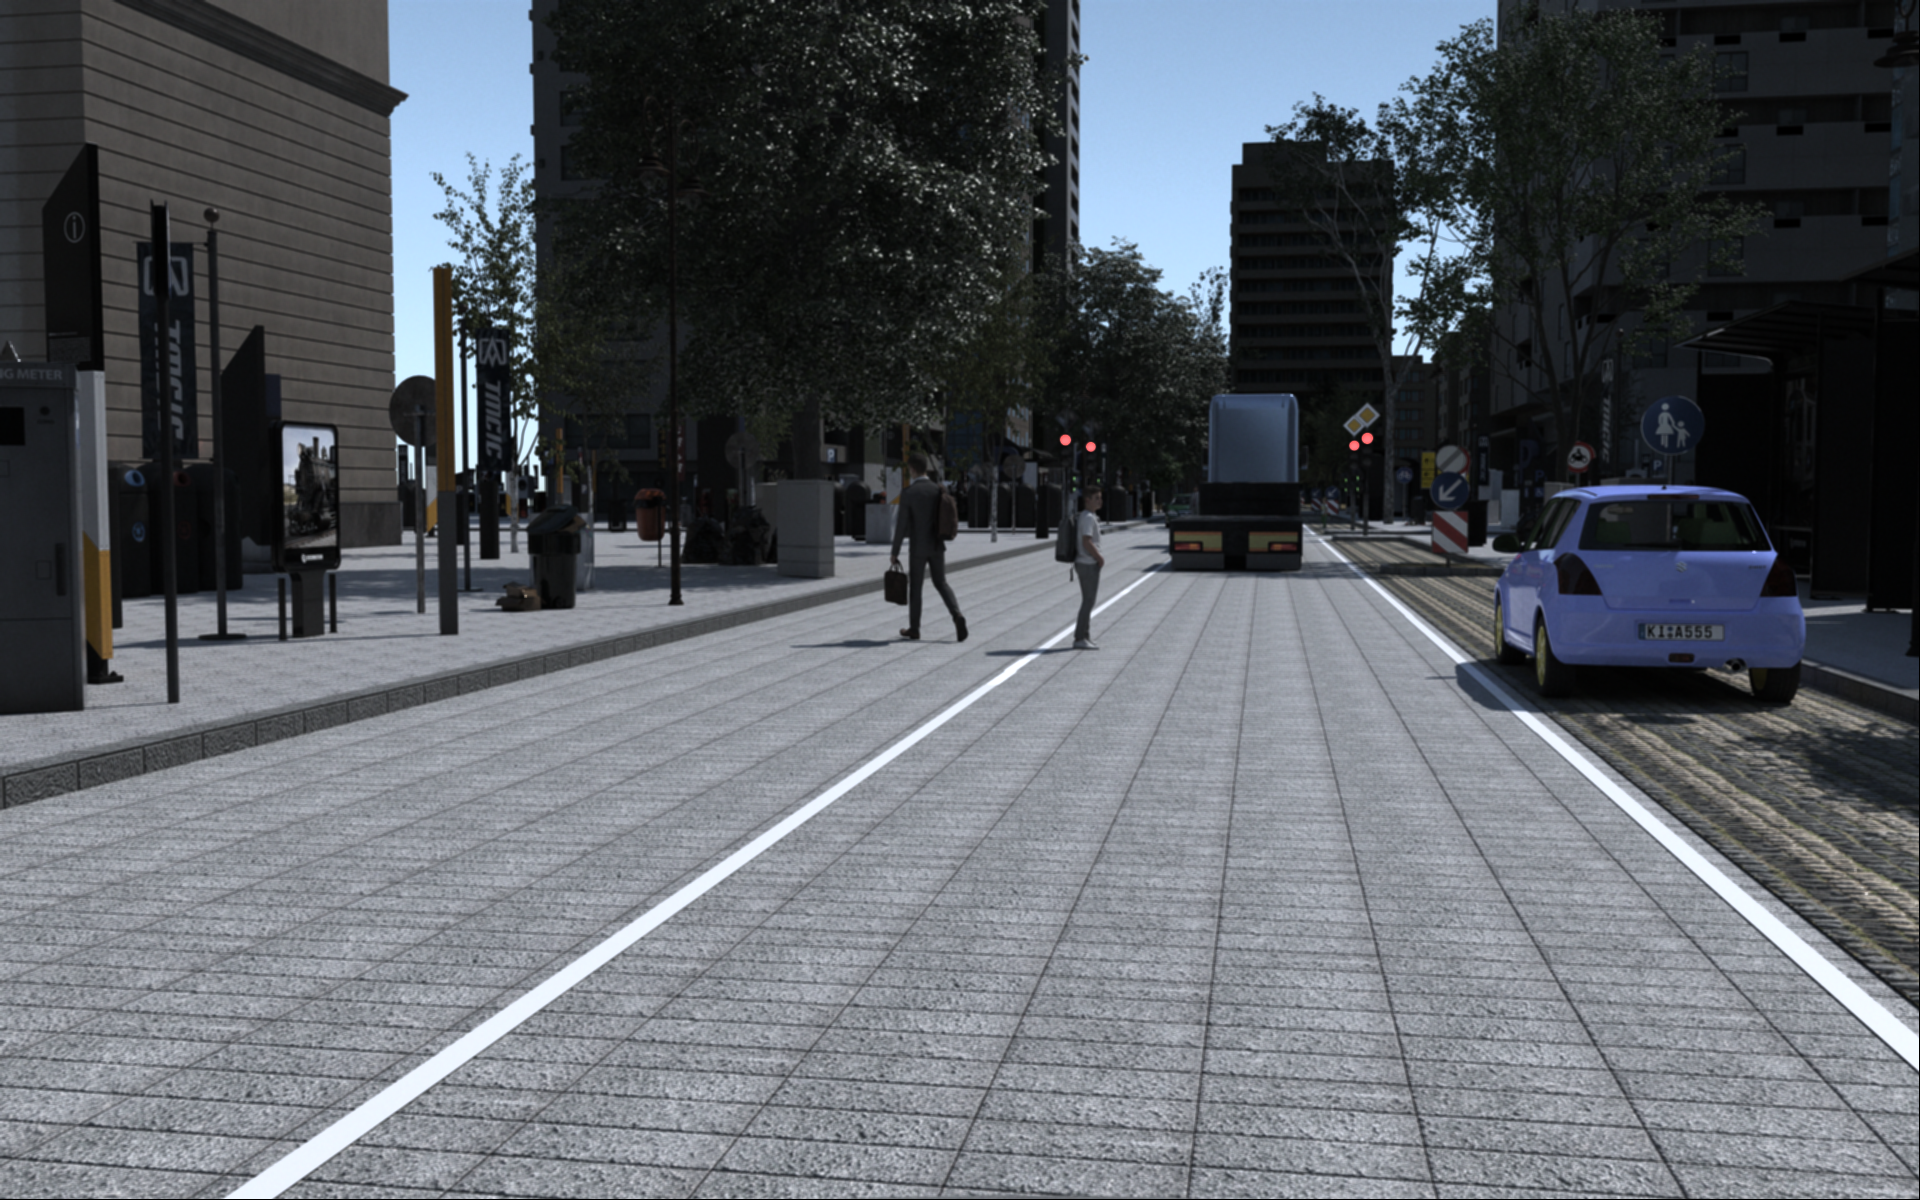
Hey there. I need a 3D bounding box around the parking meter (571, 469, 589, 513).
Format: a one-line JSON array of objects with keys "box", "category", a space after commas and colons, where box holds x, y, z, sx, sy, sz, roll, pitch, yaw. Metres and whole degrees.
[{"box": [-9.002, -2.163, 41.075, 0.255, 1.863, 0.399, 2, 4, 25], "category": "parking meter"}]

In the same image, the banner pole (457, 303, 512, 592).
[{"box": [-6.336, -2.016, 22.981, 0.863, 3.779, 0.401, -2, 4, -33], "category": "banner pole"}]

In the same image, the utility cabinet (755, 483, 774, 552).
[{"box": [-3.460, -1.562, 34.214, 1.173, 1.500, 0.318, 1, 4, 20], "category": "utility cabinet"}]

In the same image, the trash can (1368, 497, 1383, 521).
[{"box": [21.956, -4.873, 91.319, 0.748, 1.137, 0.748, 0, 3, 0], "category": "trash can"}]

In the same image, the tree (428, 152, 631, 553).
[{"box": [-9.596, -5.336, 37.610, 4.737, 8.622, 4.395, 0, 3, 0], "category": "tree"}]

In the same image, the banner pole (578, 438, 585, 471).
[{"box": [-16.721, -5.295, 76.594, 0.401, 3.779, 0.863, 1, 4, 12], "category": "banner pole"}]

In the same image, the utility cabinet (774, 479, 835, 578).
[{"box": [-2.371, -1.098, 26.636, 0.318, 1.500, 1.173, -3, 4, -38], "category": "utility cabinet"}]

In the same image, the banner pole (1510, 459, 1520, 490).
[{"box": [39.404, -8.148, 123.244, 0.863, 3.779, 0.401, 1, 4, 20], "category": "banner pole"}]

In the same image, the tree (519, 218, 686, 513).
[{"box": [-9.849, -5.908, 46.954, 4.360, 8.622, 3.978, 0, 3, 0], "category": "tree"}]

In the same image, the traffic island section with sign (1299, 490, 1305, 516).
[{"box": [22.979, -6.351, 112.461, 1.989, 1.847, 2.006, 1, 4, 10], "category": "traffic island section with sign"}]

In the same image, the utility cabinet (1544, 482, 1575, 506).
[{"box": [11.283, -1.463, 32.597, 0.318, 1.500, 1.173, 2, 4, 32], "category": "utility cabinet"}]

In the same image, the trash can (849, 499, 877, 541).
[{"box": [-2.658, -2.188, 47.426, 0.748, 1.137, 0.748, 0, 3, 0], "category": "trash can"}]

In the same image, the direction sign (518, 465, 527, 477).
[{"box": [-33.768, -8.680, 133.916, 0.379, 3.537, 0.876, 3, 5, 44], "category": "direction sign"}]

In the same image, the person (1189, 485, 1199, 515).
[{"box": [9.652, -3.793, 70.791, 0.678, 1.792, 0.850, 2, 4, 26], "category": "person"}]

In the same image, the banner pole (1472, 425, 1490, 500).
[{"box": [18.781, -4.443, 62.658, 0.863, 3.779, 0.401, -1, 4, -19], "category": "banner pole"}]

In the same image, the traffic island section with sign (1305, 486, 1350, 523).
[{"box": [18.195, -4.692, 85.345, 1.989, 1.847, 2.006, 1, 4, 10], "category": "traffic island section with sign"}]

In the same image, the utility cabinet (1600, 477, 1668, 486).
[{"box": [9.166, -0.910, 23.558, 1.173, 1.500, 0.318, -2, 4, -35], "category": "utility cabinet"}]

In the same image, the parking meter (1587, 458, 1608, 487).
[{"box": [10.393, -1.380, 28.268, 0.255, 1.863, 0.399, 1, 4, 9], "category": "parking meter"}]

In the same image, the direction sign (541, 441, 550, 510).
[{"box": [-17.864, -5.057, 74.686, 0.379, 3.537, 0.876, -3, 4, -38], "category": "direction sign"}]

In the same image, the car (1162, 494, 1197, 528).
[{"box": [9.761, -3.818, 74.229, 2.131, 1.459, 4.920, 1, 4, 8], "category": "car"}]

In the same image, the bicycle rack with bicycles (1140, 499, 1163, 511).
[{"box": [14.087, -6.899, 126.175, 2.852, 0.926, 2.925, 2, 4, 29], "category": "bicycle rack with bicycles"}]

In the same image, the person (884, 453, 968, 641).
[{"box": [-0.331, -0.517, 16.910, 0.622, 1.834, 0.822, -3, 4, -38], "category": "person"}]

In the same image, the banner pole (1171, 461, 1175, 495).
[{"box": [16.157, -8.888, 135.330, 0.863, 3.779, 0.401, -2, 4, -24], "category": "banner pole"}]

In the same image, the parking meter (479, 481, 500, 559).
[{"box": [-9.275, -1.573, 34.122, 0.372, 1.533, 0.369, 0, 3, 0], "category": "parking meter"}]

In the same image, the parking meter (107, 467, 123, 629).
[{"box": [-8.210, -0.495, 16.508, 0.372, 1.533, 0.369, 0, 3, 0], "category": "parking meter"}]

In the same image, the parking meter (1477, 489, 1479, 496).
[{"box": [33.371, -6.435, 110.930, 0.399, 1.863, 0.255, -1, 4, -11], "category": "parking meter"}]

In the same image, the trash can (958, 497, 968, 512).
[{"box": [0.182, -4.695, 88.421, 0.748, 1.137, 0.748, 0, 3, 0], "category": "trash can"}]

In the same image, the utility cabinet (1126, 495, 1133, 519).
[{"box": [8.353, -4.737, 88.609, 1.020, 1.237, 0.306, 3, 5, 42], "category": "utility cabinet"}]

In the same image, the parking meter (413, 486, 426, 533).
[{"box": [-17.631, -2.943, 56.528, 0.372, 1.533, 0.369, 0, 3, 0], "category": "parking meter"}]

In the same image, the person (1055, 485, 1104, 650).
[{"box": [1.172, -0.302, 16.034, 0.523, 1.515, 0.503, -3, 4, -38], "category": "person"}]

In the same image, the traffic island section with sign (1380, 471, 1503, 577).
[{"box": [8.549, -1.363, 30.911, 1.989, 1.847, 2.006, 1, 4, 10], "category": "traffic island section with sign"}]

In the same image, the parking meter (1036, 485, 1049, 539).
[{"box": [2.374, -2.542, 49.973, 0.372, 1.533, 0.369, 0, 3, 0], "category": "parking meter"}]

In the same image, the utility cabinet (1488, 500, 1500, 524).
[{"box": [22.723, -3.855, 74.188, 1.020, 1.237, 0.306, -3, 5, -43], "category": "utility cabinet"}]

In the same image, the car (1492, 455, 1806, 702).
[{"box": [5.132, -0.226, 13.279, 1.945, 1.707, 3.694, 1, 4, 10], "category": "car"}]

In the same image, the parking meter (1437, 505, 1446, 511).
[{"box": [18.439, -3.542, 66.327, 0.372, 1.533, 0.369, 0, 3, 0], "category": "parking meter"}]

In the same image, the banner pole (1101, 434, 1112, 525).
[{"box": [6.045, -5.014, 71.988, 0.401, 3.779, 0.863, 2, 4, 31], "category": "banner pole"}]

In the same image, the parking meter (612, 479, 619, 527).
[{"box": [-13.441, -3.783, 67.558, 0.255, 1.863, 0.399, -1, 4, -14], "category": "parking meter"}]

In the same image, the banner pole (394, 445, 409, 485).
[{"box": [-24.911, -5.322, 77.039, 0.863, 3.779, 0.401, 0, 4, 6], "category": "banner pole"}]

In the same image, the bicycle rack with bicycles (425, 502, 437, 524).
[{"box": [-23.118, -3.742, 74.568, 2.852, 0.926, 2.925, 0, 4, 3], "category": "bicycle rack with bicycles"}]

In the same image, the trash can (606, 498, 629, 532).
[{"box": [-11.494, -2.841, 58.103, 0.748, 1.137, 0.748, 0, 3, 0], "category": "trash can"}]

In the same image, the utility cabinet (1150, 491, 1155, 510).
[{"box": [14.890, -7.697, 134.528, 0.318, 1.500, 1.173, 1, 4, 12], "category": "utility cabinet"}]

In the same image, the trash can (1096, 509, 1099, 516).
[{"box": [8.112, -5.392, 99.810, 0.748, 1.137, 0.748, 0, 3, 0], "category": "trash can"}]

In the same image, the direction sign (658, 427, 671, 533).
[{"box": [-9.644, -4.001, 57.412, 0.876, 3.537, 0.379, 2, 4, 29], "category": "direction sign"}]

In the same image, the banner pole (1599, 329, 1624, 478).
[{"box": [10.010, -2.241, 26.660, 0.401, 3.779, 0.863, 0, 4, -3], "category": "banner pole"}]

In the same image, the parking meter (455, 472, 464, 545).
[{"box": [-12.603, -2.321, 43.663, 0.399, 1.863, 0.255, 0, 4, -4], "category": "parking meter"}]

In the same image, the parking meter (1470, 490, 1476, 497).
[{"box": [35.454, -6.812, 119.784, 0.372, 1.533, 0.369, 0, 3, 0], "category": "parking meter"}]

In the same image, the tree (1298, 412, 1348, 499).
[{"box": [43.758, -17.880, 210.468, 7.486, 12.596, 7.792, 0, 3, 0], "category": "tree"}]

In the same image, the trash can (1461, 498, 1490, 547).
[{"box": [12.610, -1.886, 42.482, 0.748, 1.137, 0.748, 0, 3, 0], "category": "trash can"}]

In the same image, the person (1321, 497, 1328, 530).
[{"box": [14.528, -3.440, 69.000, 0.306, 1.304, 0.590, 2, 4, 31], "category": "person"}]

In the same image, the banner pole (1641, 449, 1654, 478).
[{"box": [37.970, -6.453, 95.529, 0.401, 3.779, 0.863, -3, 5, -45], "category": "banner pole"}]

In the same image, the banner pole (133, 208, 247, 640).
[{"box": [-6.772, -1.542, 15.221, 0.863, 3.779, 0.401, -1, 4, -8], "category": "banner pole"}]
